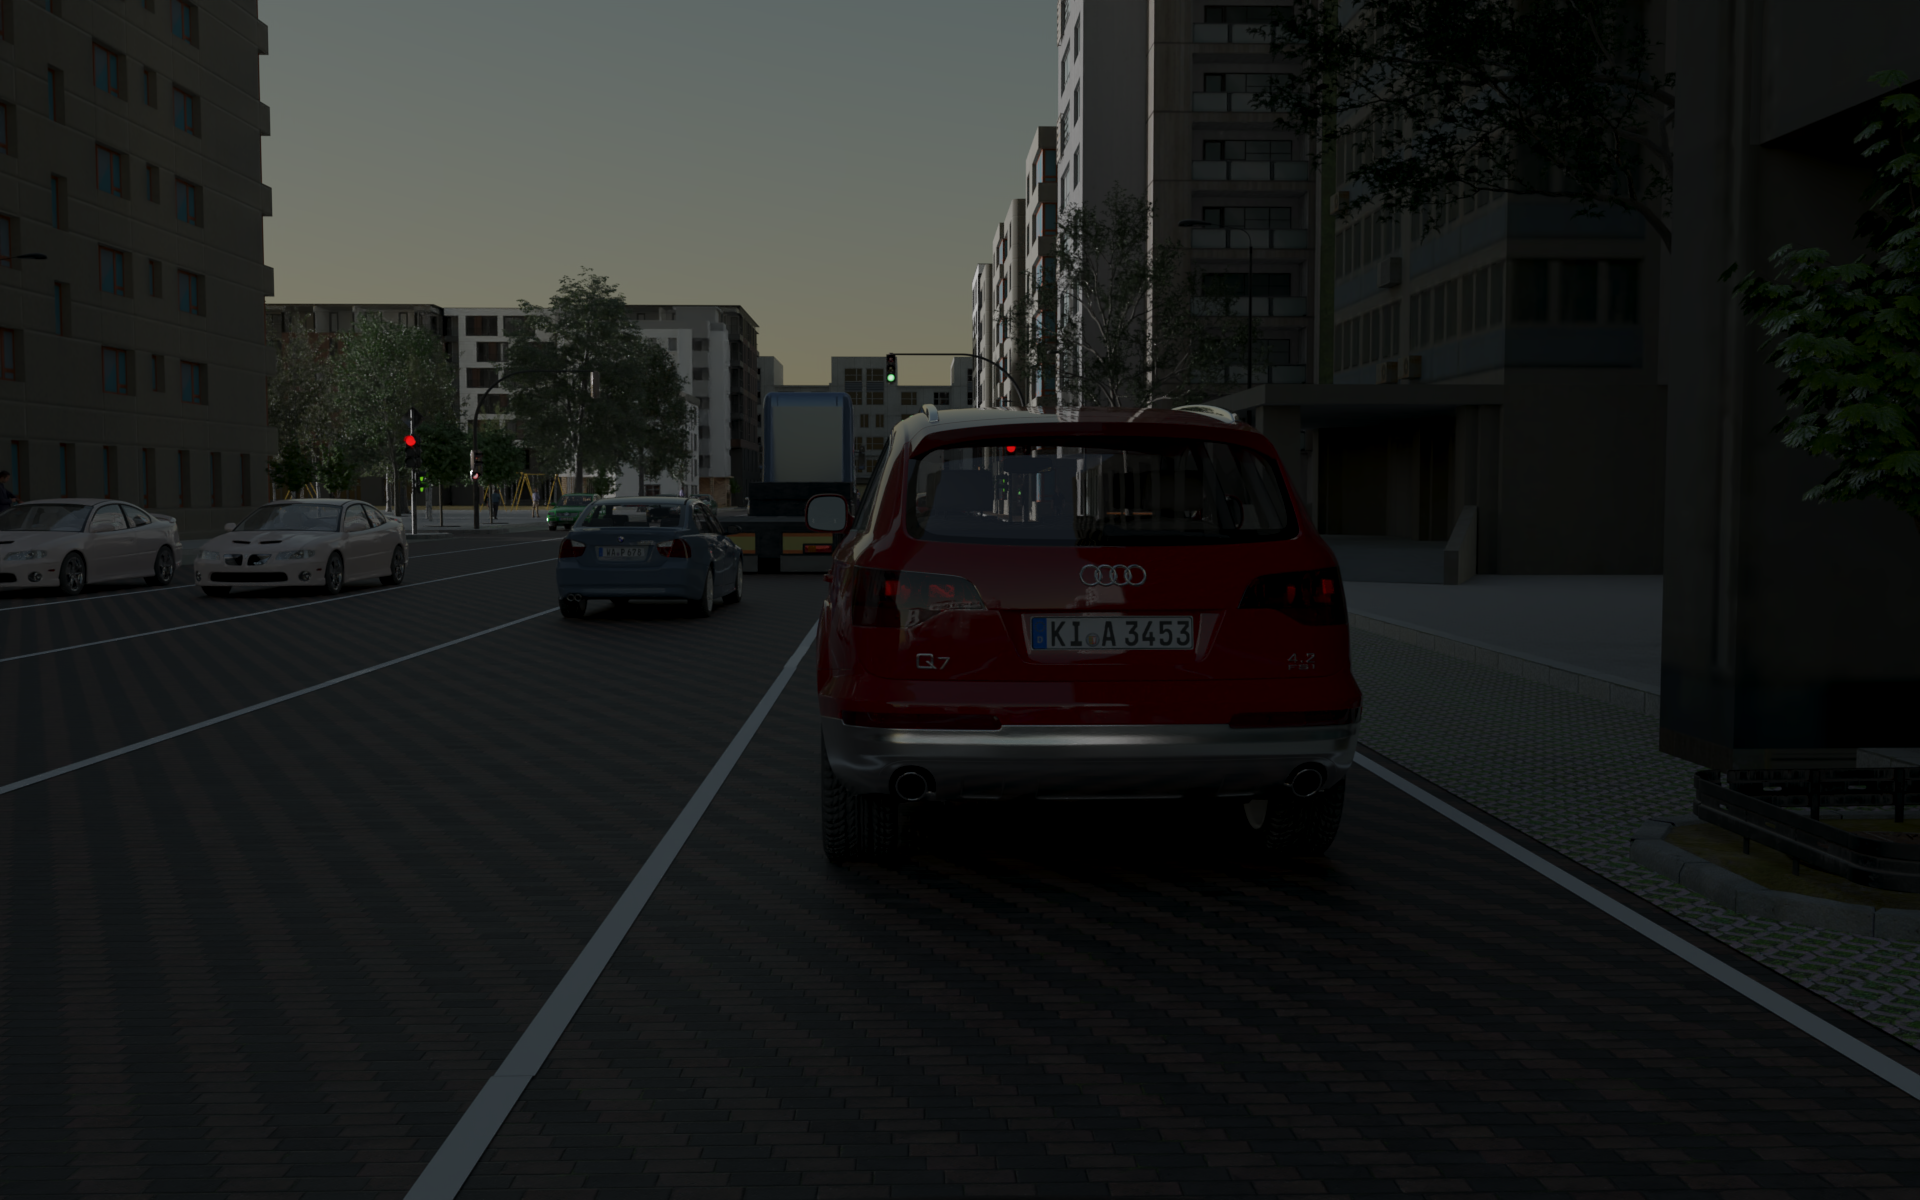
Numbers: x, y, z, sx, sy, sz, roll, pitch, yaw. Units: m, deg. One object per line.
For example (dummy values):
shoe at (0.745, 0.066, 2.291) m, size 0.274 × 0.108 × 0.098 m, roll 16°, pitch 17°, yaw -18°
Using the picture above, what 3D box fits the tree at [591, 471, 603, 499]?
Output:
tree at (-27.439, -11.114, 132.084) m, size 4.360 × 8.622 × 3.978 m, roll 0°, pitch 3°, yaw 0°

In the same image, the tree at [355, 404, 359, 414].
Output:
tree at (-27.912, -7.623, 74.996) m, size 4.360 × 8.622 × 3.978 m, roll 0°, pitch 3°, yaw 0°

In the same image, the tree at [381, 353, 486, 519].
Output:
tree at (-27.832, -8.545, 90.070) m, size 4.737 × 8.622 × 4.395 m, roll 0°, pitch 3°, yaw 0°

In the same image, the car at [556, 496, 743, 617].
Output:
car at (-3.765, -0.576, 21.412) m, size 2.014 × 1.417 × 4.499 m, roll 0°, pitch 3°, yaw 0°

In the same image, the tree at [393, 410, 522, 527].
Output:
tree at (-20.390, -5.142, 67.786) m, size 4.285 × 4.588 × 4.351 m, roll 0°, pitch 3°, yaw 0°

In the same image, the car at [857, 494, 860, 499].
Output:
car at (-5.205, -3.772, 70.345) m, size 2.281 × 1.827 × 5.304 m, roll 0°, pitch 4°, yaw -3°

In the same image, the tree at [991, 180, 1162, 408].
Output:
tree at (5.041, -7.117, 50.775) m, size 8.767 × 10.594 × 7.601 m, roll 0°, pitch 4°, yaw 5°

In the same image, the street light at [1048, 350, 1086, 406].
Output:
street light at (3.512, -5.110, 56.092) m, size 1.470 × 5.913 × 1.316 m, roll 0°, pitch 4°, yaw -2°

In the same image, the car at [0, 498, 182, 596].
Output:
car at (-13.354, -0.821, 25.791) m, size 2.083 × 1.381 × 4.827 m, roll 0°, pitch 4°, yaw 0°

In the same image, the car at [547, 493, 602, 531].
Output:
car at (-15.143, -3.673, 68.857) m, size 1.959 × 1.807 × 4.718 m, roll 0°, pitch 4°, yaw 0°

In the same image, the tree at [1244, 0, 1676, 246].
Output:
tree at (5.912, -4.891, 14.383) m, size 7.601 × 10.594 × 8.767 m, roll 0°, pitch 4°, yaw 2°

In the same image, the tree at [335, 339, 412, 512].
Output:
tree at (-41.185, -12.656, 125.047) m, size 7.486 × 12.596 × 7.792 m, roll 0°, pitch 3°, yaw 0°

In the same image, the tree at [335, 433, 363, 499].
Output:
tree at (-19.786, -3.709, 55.247) m, size 1.663 × 3.219 × 1.824 m, roll 0°, pitch 3°, yaw 0°

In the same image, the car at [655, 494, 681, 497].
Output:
car at (-15.032, -4.826, 88.685) m, size 2.009 × 1.686 × 4.222 m, roll 0°, pitch 4°, yaw -3°

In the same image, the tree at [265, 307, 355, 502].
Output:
tree at (-26.212, -7.150, 67.270) m, size 4.360 × 8.622 × 3.978 m, roll 0°, pitch 3°, yaw 0°

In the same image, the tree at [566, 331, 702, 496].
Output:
tree at (-22.509, -12.533, 121.926) m, size 9.611 × 12.733 × 9.660 m, roll 0°, pitch 3°, yaw 0°

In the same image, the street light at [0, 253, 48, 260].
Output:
street light at (-18.274, -3.728, 33.494) m, size 1.470 × 5.913 × 1.316 m, roll 0°, pitch 4°, yaw -2°

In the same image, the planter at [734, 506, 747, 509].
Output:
planter at (-20.472, -8.820, 165.345) m, size 1.991 × 0.319 × 1.994 m, roll 0°, pitch 4°, yaw -2°

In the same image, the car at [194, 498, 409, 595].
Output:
car at (-9.775, -0.836, 26.030) m, size 2.083 × 1.381 × 4.827 m, roll 0°, pitch 3°, yaw 0°

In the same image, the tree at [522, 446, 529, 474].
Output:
tree at (-20.287, -5.572, 74.822) m, size 4.285 × 4.588 × 4.351 m, roll 0°, pitch 3°, yaw 0°

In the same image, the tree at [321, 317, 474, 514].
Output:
tree at (-36.228, -11.935, 112.144) m, size 9.611 × 12.733 × 9.660 m, roll 0°, pitch 3°, yaw 0°

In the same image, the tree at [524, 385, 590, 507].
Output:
tree at (-25.966, -9.817, 110.862) m, size 4.360 × 8.622 × 3.978 m, roll 0°, pitch 3°, yaw 0°

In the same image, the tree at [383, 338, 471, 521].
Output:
tree at (-25.172, -8.052, 82.020) m, size 4.360 × 8.622 × 3.978 m, roll 0°, pitch 3°, yaw 0°

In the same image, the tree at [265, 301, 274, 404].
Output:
tree at (-37.826, -10.770, 82.745) m, size 9.857 × 13.997 × 8.962 m, roll 0°, pitch 3°, yaw 0°

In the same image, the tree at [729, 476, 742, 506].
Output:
tree at (-24.204, -11.737, 186.494) m, size 1.663 × 3.219 × 1.824 m, roll 0°, pitch 3°, yaw 0°

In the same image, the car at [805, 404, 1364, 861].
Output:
car at (0.376, 0.020, 8.352) m, size 2.281 × 1.827 × 5.304 m, roll 0°, pitch 4°, yaw -3°

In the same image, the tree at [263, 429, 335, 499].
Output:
tree at (-20.023, -3.501, 51.839) m, size 1.663 × 3.219 × 1.824 m, roll 0°, pitch 3°, yaw 0°

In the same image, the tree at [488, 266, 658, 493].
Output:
tree at (-21.806, -11.737, 98.562) m, size 9.857 × 13.997 × 8.962 m, roll 0°, pitch 3°, yaw 0°

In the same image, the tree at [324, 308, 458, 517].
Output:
tree at (-32.099, -10.535, 97.995) m, size 9.928 × 11.665 × 9.643 m, roll 0°, pitch 3°, yaw 0°

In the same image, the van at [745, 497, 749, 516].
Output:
van at (-12.210, -6.121, 107.097) m, size 2.013 × 2.044 × 4.112 m, roll 0°, pitch 4°, yaw -2°

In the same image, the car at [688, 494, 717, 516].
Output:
car at (-16.618, -6.052, 110.747) m, size 2.131 × 1.459 × 4.920 m, roll 0°, pitch 4°, yaw -1°

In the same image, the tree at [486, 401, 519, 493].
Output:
tree at (-36.941, -11.361, 136.108) m, size 4.737 × 8.622 × 4.395 m, roll 0°, pitch 3°, yaw 0°
